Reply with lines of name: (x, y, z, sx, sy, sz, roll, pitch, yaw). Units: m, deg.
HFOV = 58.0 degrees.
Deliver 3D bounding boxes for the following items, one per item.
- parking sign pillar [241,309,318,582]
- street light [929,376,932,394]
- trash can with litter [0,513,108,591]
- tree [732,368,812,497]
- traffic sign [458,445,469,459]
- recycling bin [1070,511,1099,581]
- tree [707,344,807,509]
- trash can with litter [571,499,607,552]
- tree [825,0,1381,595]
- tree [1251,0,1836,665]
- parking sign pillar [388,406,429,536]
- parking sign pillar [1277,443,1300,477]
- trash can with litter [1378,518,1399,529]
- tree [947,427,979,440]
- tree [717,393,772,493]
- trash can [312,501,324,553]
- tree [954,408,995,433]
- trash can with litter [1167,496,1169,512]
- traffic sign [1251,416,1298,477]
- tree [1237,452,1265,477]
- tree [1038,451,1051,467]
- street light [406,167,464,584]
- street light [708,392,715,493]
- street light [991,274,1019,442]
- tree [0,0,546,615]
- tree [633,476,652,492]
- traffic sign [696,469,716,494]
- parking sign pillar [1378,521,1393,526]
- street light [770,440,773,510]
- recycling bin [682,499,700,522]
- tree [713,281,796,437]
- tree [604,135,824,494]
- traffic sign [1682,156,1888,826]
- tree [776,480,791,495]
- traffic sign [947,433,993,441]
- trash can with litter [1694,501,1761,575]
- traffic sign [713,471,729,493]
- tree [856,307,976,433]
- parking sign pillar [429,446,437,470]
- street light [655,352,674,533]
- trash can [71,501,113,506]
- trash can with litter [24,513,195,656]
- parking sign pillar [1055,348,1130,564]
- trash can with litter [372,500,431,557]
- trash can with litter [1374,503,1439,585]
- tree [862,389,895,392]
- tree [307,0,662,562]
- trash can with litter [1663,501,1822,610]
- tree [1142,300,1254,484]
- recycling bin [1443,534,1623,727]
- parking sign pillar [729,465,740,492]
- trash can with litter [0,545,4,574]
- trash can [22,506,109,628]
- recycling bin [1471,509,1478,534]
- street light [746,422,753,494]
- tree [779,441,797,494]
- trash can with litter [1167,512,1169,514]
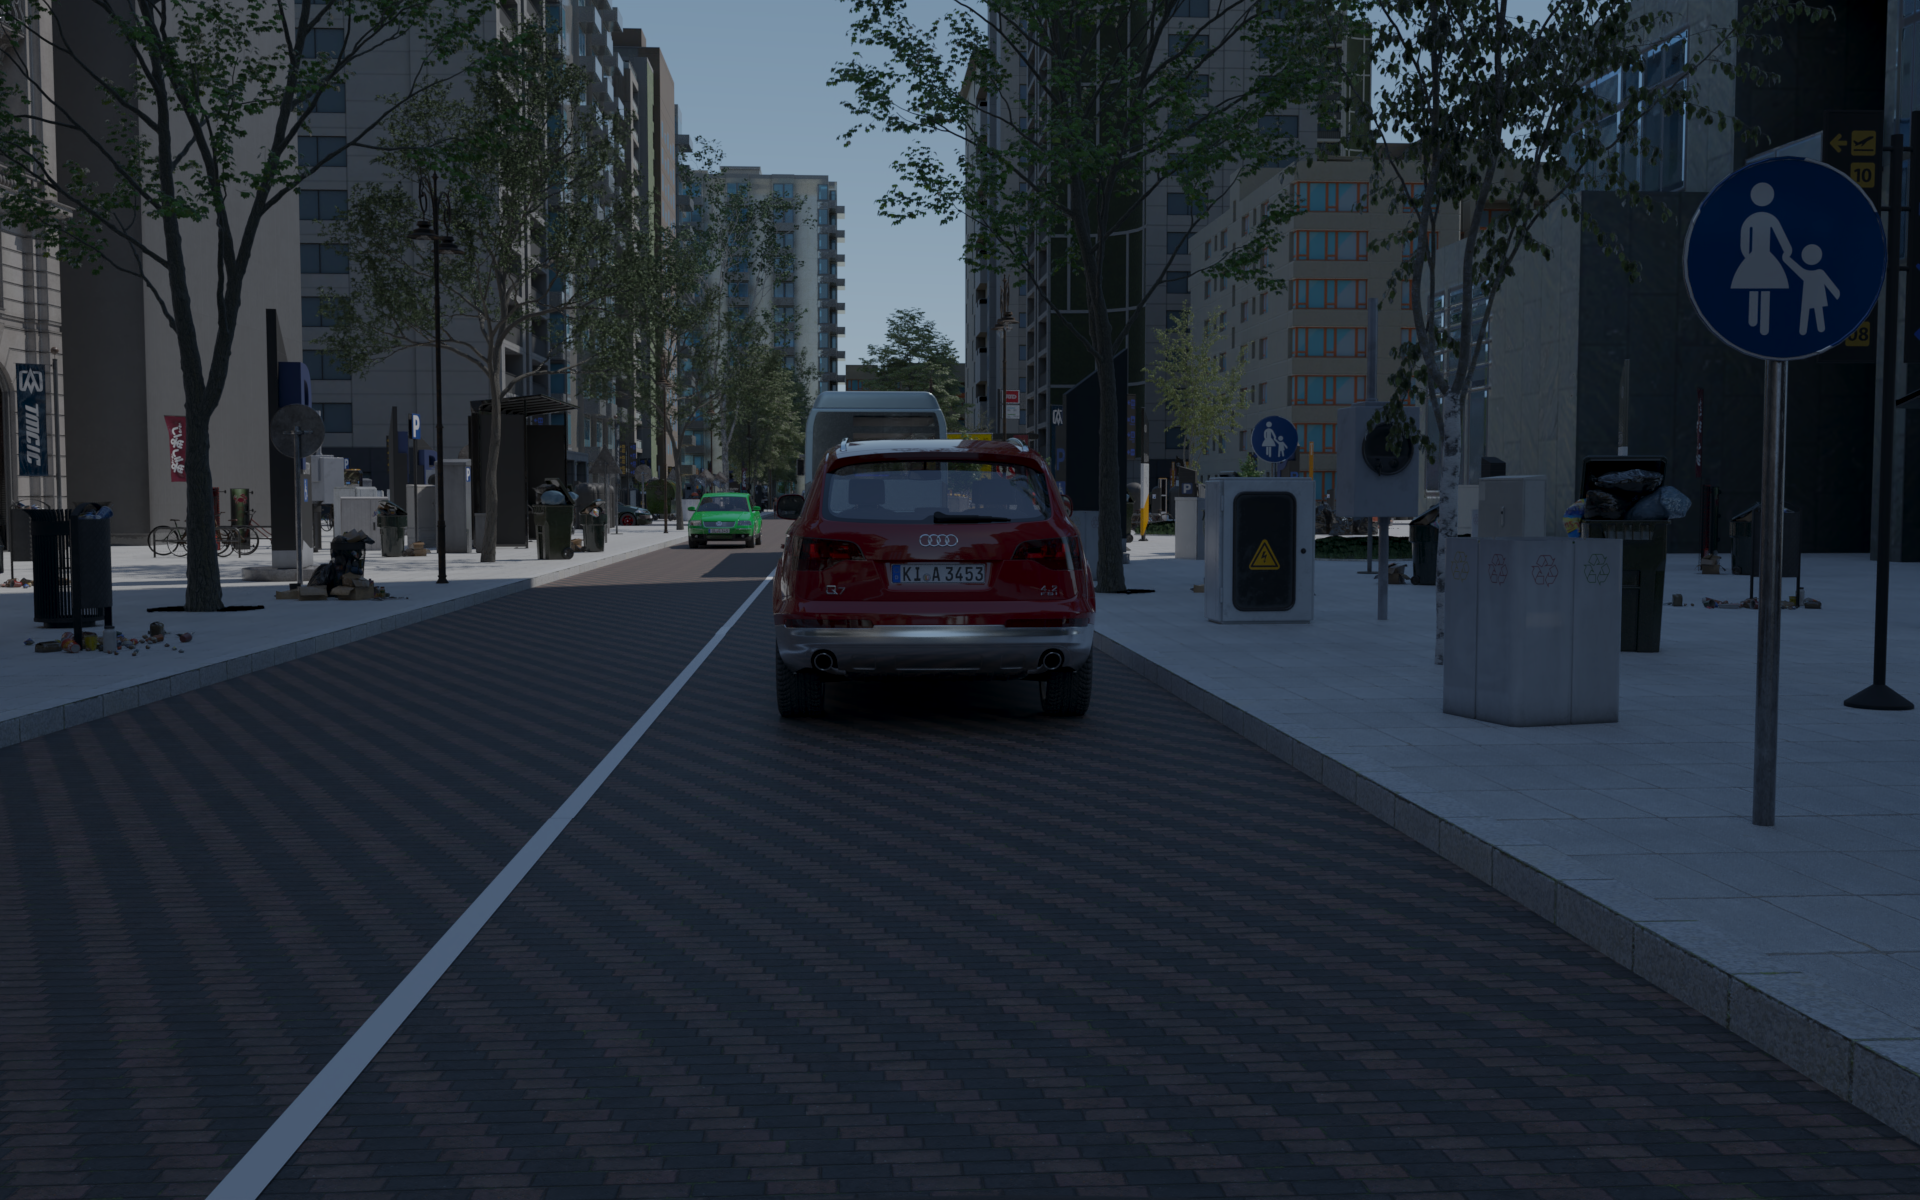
parking sign pillar: (-10.022, -2.291, 25.927, 1.447, 3.967, 1.447, -1, 4, -13)
street light: (-1.143, -5.827, 68.065, 0.468, 5.910, 1.993, 0, 4, -4)
trash can with litter: (-13.334, -0.792, 24.000, 2.233, 1.210, 1.678, -3, 5, -44)
tree: (-18.381, -16.125, 170.299, 9.857, 13.997, 8.962, 0, 3, 0)
traffic sign: (-12.388, -2.687, 44.038, 0.768, 2.556, 0.104, 0, 4, 3)
recycling bin: (1.670, -0.808, 25.771, 0.722, 1.027, 0.722, -2, 4, -29)
tree: (-15.293, -13.002, 130.709, 7.486, 12.596, 7.792, 0, 3, 0)
trash can with litter: (-8.318, -1.642, 38.228, 1.055, 1.170, 0.624, 1, 4, 20)
tree: (1.819, -5.905, 22.300, 9.928, 11.665, 9.643, 0, 3, 0)
tree: (3.876, -3.824, 12.891, 4.360, 8.622, 3.978, 0, 3, 0)
parking sign pillar: (-17.482, -4.001, 53.893, 1.447, 3.967, 1.447, -2, 4, -24)
parking sign pillar: (12.478, -4.728, 65.777, 1.447, 3.967, 1.447, -1, 4, -9)
trash can with litter: (15.086, -3.262, 64.391, 1.678, 1.210, 2.233, -2, 4, -33)
tree: (0.204, -3.381, 49.886, 1.663, 3.219, 1.824, 0, 3, 0)
tree: (-14.966, -10.500, 122.036, 4.360, 8.622, 3.978, 0, 3, 0)
trash can: (-14.324, -1.610, 37.976, 0.748, 1.137, 0.748, 0, 3, 0)
tree: (1.281, -11.902, 144.965, 4.360, 8.622, 3.978, 0, 3, 0)
trash can with litter: (13.744, -6.403, 116.080, 1.055, 1.170, 0.624, -2, 4, -31)
traffic sign: (5.110, -1.720, 28.227, 0.768, 2.556, 0.104, 0, 4, 1)
tree: (13.021, -5.159, 78.944, 1.663, 3.219, 1.824, 0, 3, 0)
tree: (3.605, -5.145, 78.724, 1.663, 3.219, 1.824, 0, 3, 0)
street light: (-7.430, -3.174, 24.683, 0.468, 5.910, 1.993, 0, 4, -4)
street light: (-10.995, -6.353, 76.664, 0.468, 5.910, 1.993, 0, 4, -4)
street light: (0.939, -3.900, 36.549, 0.468, 5.910, 1.993, 0, 4, -4)
tree: (-8.244, -5.693, 18.838, 9.928, 11.665, 9.643, 0, 3, 0)
tree: (-23.981, -8.416, 132.206, 1.663, 3.219, 1.824, 0, 3, 0)
traffic sign: (-9.971, -3.935, 67.978, 0.795, 2.450, 0.064, 0, 4, -4)
parking sign pillar: (16.704, -4.970, 69.725, 1.447, 3.967, 1.447, -2, 4, -26)
street light: (-15.307, -10.227, 140.002, 0.468, 5.910, 1.993, 0, 4, -4)
recycling bin: (-12.698, -4.202, 81.257, 0.722, 1.027, 0.722, -3, 5, -42)
tree: (-9.957, -7.788, 61.754, 8.767, 10.594, 7.601, 0, 4, -1)
tree: (-14.027, -14.594, 94.499, 12.611, 20.169, 13.585, 0, 3, 0)
traffic sign: (3.121, -0.400, 6.648, 0.768, 2.556, 0.104, 0, 4, 1)
tree: (-20.356, -12.611, 200.789, 1.663, 3.219, 1.824, 0, 3, 0)
traffic sign: (-0.038, -3.888, 57.443, 2.265, 3.308, 0.079, 0, 4, 5)
trash can with litter: (12.267, -0.988, 27.548, 1.055, 1.170, 0.624, 1, 4, 22)
traffic sign: (-10.512, -4.422, 75.945, 0.795, 2.450, 0.064, 0, 4, -4)
tree: (-2.743, -11.471, 105.680, 7.486, 12.596, 7.792, 0, 3, 0)
parking sign pillar: (-23.389, -5.366, 76.210, 1.447, 3.967, 1.447, 1, 4, 20)
street light: (-9.606, -5.113, 56.385, 0.468, 5.910, 1.993, 0, 4, -4)
trash can: (-17.374, -1.409, 34.691, 0.748, 1.137, 0.748, 0, 3, 0)
trash can with litter: (-7.101, -0.227, 14.774, 1.678, 1.210, 2.233, 0, 4, 0)
parking sign pillar: (2.425, -2.662, 31.996, 1.447, 3.967, 1.447, -2, 4, -26)
trash can with litter: (-11.434, -1.473, 35.468, 0.624, 1.170, 1.055, 3, 5, 41)
trash can with litter: (6.400, -0.803, 24.511, 1.055, 1.170, 0.624, 2, 4, 30)
tree: (-5.846, -12.654, 141.301, 8.767, 10.594, 7.601, 0, 4, 3)
tree: (-8.544, -5.988, 32.318, 7.601, 10.594, 8.767, -1, 4, -9)
trash can with litter: (8.850, -0.531, 19.735, 2.233, 1.210, 1.678, 0, 4, 7)
tree: (9.065, -7.108, 66.578, 4.737, 8.622, 4.395, 0, 3, 0)
recycling bin: (3.270, 0.161, 9.926, 0.722, 1.027, 0.722, -1, 4, -19)
parking sign pillar: (-18.225, -9.157, 138.194, 1.447, 3.967, 1.447, -1, 4, -18)
trash can with litter: (-8.626, -0.193, 14.551, 1.055, 1.170, 0.624, 0, 4, 4)
trash can: (-8.615, -0.310, 16.724, 0.748, 1.137, 0.748, 0, 3, 0)
recycling bin: (8.914, -0.976, 28.504, 0.722, 1.027, 0.722, -1, 4, -21)
street light: (-13.156, -8.281, 108.174, 0.468, 5.910, 1.993, 0, 4, -4)
tree: (-18.594, -14.266, 183.618, 4.737, 8.622, 4.395, 0, 3, 0)
trash can with litter: (14.302, -6.264, 113.471, 2.233, 1.210, 1.678, 1, 4, 20)
